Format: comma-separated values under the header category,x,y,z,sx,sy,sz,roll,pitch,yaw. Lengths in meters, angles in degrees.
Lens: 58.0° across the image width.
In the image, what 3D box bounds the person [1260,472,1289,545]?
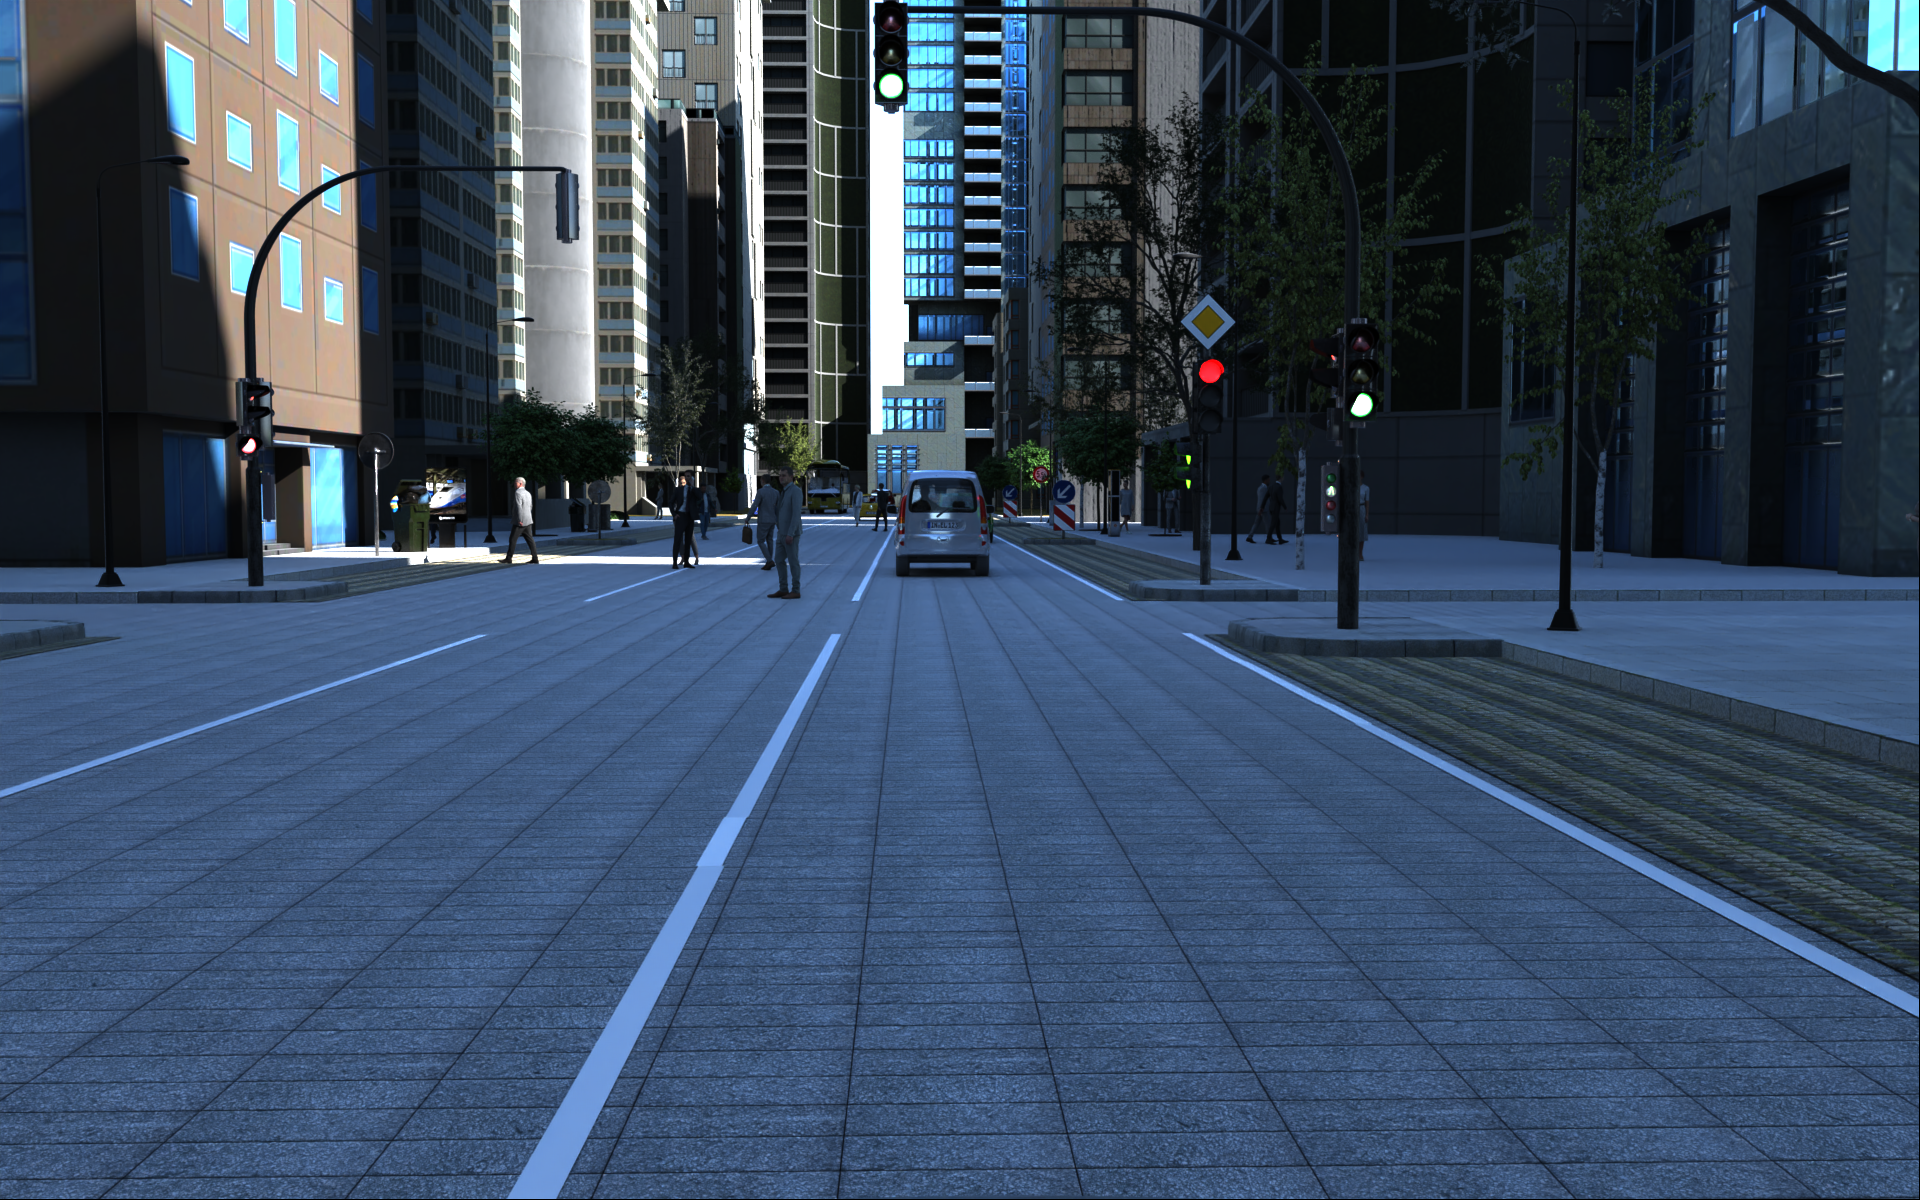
category,x,y,z,sx,sy,sz,roll,pitch,yaw
person,8.057,-2.328,43.885,0.755,1.850,0.659,-1,4,-18

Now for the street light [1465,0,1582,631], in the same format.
category,x,y,z,sx,sy,sz,roll,pitch,yaw
street light,5.170,-2.669,16.174,1.470,5.913,1.316,0,4,-2

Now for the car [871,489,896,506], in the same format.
category,x,y,z,sx,sy,sz,roll,pitch,yaw
car,-6.045,-7.636,133.522,2.281,1.827,5.304,0,4,-3

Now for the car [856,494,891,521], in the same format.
category,x,y,z,sx,sy,sz,roll,pitch,yaw
car,-4.745,-5.071,93.135,2.015,1.641,3.980,0,4,-2

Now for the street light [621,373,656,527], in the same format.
category,x,y,z,sx,sy,sz,roll,pitch,yaw
street light,-12.386,-5.763,66.760,1.470,5.913,1.316,0,4,-2

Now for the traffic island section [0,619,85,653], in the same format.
category,x,y,z,sx,sy,sz,roll,pitch,yaw
traffic island section,-9.622,0.373,16.188,2.009,0.180,2.903,0,4,-2

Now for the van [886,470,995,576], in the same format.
category,x,y,z,sx,sy,sz,roll,pitch,yaw
van,-0.344,-1.503,31.590,2.013,2.044,4.112,0,4,-1

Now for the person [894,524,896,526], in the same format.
category,x,y,z,sx,sy,sz,roll,pitch,yaw
person,-1.775,-2.569,56.000,0.738,1.151,1.012,0,4,-2

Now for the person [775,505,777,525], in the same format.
category,x,y,z,sx,sy,sz,roll,pitch,yaw
person,-8.544,-4.097,80.980,0.738,1.151,1.012,-2,4,-29

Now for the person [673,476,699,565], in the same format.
category,x,y,z,sx,sy,sz,roll,pitch,yaw
person,-5.561,-1.603,34.988,0.520,1.790,0.573,-1,4,-17

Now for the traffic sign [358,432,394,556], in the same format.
category,x,y,z,sx,sy,sz,roll,pitch,yaw
traffic sign,-12.027,-2.175,35.667,0.768,2.556,0.104,0,4,8

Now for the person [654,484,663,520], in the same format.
category,x,y,z,sx,sy,sz,roll,pitch,yaw
person,-15.222,-4.956,87.344,0.573,1.790,0.520,-1,4,-20

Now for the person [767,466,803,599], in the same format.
category,x,y,z,sx,sy,sz,roll,pitch,yaw
person,-2.348,-0.927,23.755,0.391,1.810,0.635,-2,4,-32

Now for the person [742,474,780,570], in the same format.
category,x,y,z,sx,sy,sz,roll,pitch,yaw
person,-3.692,-1.477,32.765,0.853,1.813,0.709,3,5,44

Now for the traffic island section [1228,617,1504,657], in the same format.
category,x,y,z,sx,sy,sz,roll,pitch,yaw
traffic island section,3.714,0.351,16.549,2.009,0.180,2.903,0,4,-2

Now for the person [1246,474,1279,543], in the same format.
category,x,y,z,sx,sy,sz,roll,pitch,yaw
person,7.866,-2.367,45.023,0.850,1.792,0.678,0,4,-1

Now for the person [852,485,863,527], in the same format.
category,x,y,z,sx,sy,sz,roll,pitch,yaw
person,-4.501,-4.142,76.097,0.514,1.842,0.818,1,4,9

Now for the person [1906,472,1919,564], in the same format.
category,x,y,z,sx,sy,sz,roll,pitch,yaw
person,10.581,-0.620,18.971,0.599,1.781,0.374,-3,5,-44

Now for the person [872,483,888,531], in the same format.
category,x,y,z,sx,sy,sz,roll,pitch,yaw
person,-3.059,-3.558,66.447,0.659,1.850,0.755,-3,5,-42

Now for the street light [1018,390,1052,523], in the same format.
category,x,y,z,sx,sy,sz,roll,pitch,yaw
street light,3.496,-6.395,77.102,1.470,5.913,1.316,0,4,-2

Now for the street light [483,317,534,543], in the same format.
category,x,y,z,sx,sy,sz,roll,pitch,yaw
street light,-11.873,-4.468,45.589,1.470,5.913,1.316,0,4,-2

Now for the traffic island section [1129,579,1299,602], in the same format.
category,x,y,z,sx,sy,sz,roll,pitch,yaw
traffic island section,3.494,-0.138,24.531,2.009,0.180,2.903,0,4,-2

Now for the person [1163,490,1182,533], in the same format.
category,x,y,z,sx,sy,sz,roll,pitch,yaw
person,7.040,-3.115,57.174,0.606,1.804,0.583,-2,4,-30

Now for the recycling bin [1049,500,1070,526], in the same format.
category,x,y,z,sx,sy,sz,roll,pitch,yaw
recycling bin,4.050,-3.540,70.435,0.722,1.027,0.722,1,4,15

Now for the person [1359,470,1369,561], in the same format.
category,x,y,z,sx,sy,sz,roll,pitch,yaw
person,7.586,-1.625,33.180,0.480,1.755,0.524,1,4,16

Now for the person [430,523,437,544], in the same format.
category,x,y,z,sx,sy,sz,roll,pitch,yaw
person,-13.442,-2.358,44.508,0.656,1.842,0.836,-2,4,-35

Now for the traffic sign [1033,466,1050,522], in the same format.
category,x,y,z,sx,sy,sz,roll,pitch,yaw
traffic sign,3.684,-4.801,78.609,0.768,2.556,0.104,0,4,7

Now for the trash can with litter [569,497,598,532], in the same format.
category,x,y,z,sx,sy,sz,roll,pitch,yaw
trash can with litter,-12.640,-2.872,58.346,1.055,1.170,0.624,0,4,6

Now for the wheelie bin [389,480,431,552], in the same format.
category,x,y,z,sx,sy,sz,roll,pitch,yaw
wheelie bin,-12.127,-1.862,38.353,0.693,1.594,0.980,2,4,27

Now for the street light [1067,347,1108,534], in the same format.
category,x,y,z,sx,sy,sz,roll,pitch,yaw
street light,4.081,-5.041,54.962,1.470,5.913,1.316,0,4,-2

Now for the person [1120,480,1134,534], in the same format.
category,x,y,z,sx,sy,sz,roll,pitch,yaw
person,5.309,-2.997,55.792,0.466,1.731,0.760,-3,4,-37

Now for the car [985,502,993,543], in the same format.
category,x,y,z,sx,sy,sz,roll,pitch,yaw
car,0.011,-2.656,52.229,1.959,1.807,4.718,0,4,-3

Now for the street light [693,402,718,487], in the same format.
category,x,y,z,sx,sy,sz,roll,pitch,yaw
street light,-12.944,-7.057,87.931,1.470,5.913,1.316,0,4,-2

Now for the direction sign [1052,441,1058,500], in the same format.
category,x,y,z,sx,sy,sz,roll,pitch,yaw
direction sign,4.075,-5.028,74.202,0.379,3.537,0.876,-1,4,-10

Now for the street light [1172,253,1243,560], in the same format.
category,x,y,z,sx,sy,sz,roll,pitch,yaw
street light,4.787,-3.728,33.496,1.470,5.913,1.316,0,4,-2

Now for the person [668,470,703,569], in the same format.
category,x,y,z,sx,sy,sz,roll,pitch,yaw
person,-5.267,-1.559,33.358,0.648,1.900,0.474,-2,4,-27

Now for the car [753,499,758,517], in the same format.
category,x,y,z,sx,sy,sz,roll,pitch,yaw
car,-12.014,-6.068,108.809,1.945,1.707,3.694,0,4,-1

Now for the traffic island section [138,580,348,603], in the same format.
category,x,y,z,sx,sy,sz,roll,pitch,yaw
traffic island section,-9.842,-0.116,24.170,2.009,0.180,2.903,0,4,-2

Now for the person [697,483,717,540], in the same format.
category,x,y,z,sx,sy,sz,roll,pitch,yaw
person,-8.014,-2.773,54.185,0.721,1.781,0.623,2,4,34

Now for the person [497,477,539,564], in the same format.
category,x,y,z,sx,sy,sz,roll,pitch,yaw
person,-9.072,-1.630,35.548,0.834,1.777,0.661,0,4,2

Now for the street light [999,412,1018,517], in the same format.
category,x,y,z,sx,sy,sz,roll,pitch,yaw
street light,2.901,-7.690,98.272,1.470,5.913,1.316,0,4,-2

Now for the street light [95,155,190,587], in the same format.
category,x,y,z,sx,sy,sz,roll,pitch,yaw
street light,-11.263,-3.140,23.887,1.470,5.913,1.316,0,4,-2
